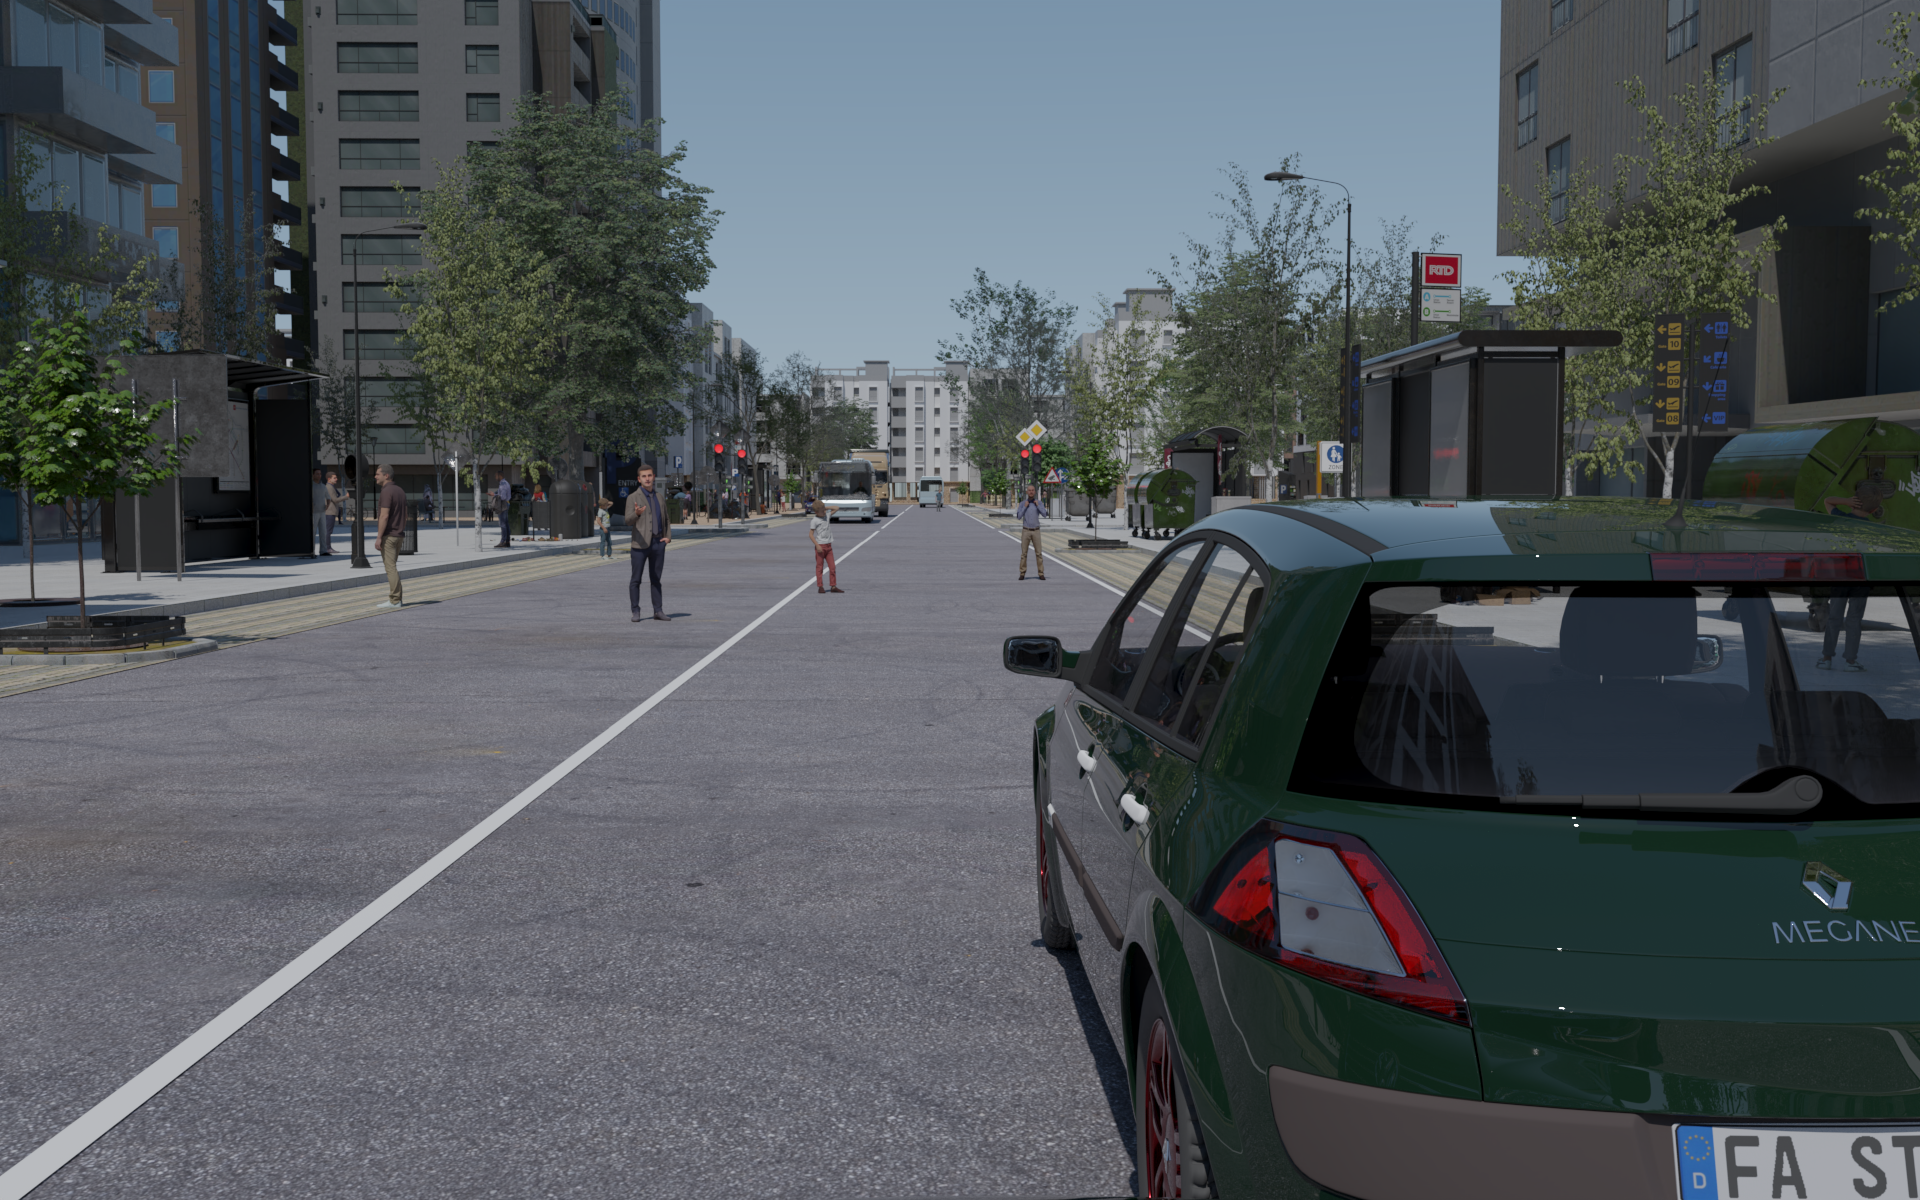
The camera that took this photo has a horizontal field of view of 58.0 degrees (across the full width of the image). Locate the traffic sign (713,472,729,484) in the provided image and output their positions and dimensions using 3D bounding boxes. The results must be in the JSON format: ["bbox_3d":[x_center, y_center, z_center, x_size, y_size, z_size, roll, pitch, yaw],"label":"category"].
[{"bbox_3d":[-12.761,-5.649,92.361,0.884,2.594,0.081,0,4,3],"label":"traffic sign"}]

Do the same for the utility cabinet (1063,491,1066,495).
[{"bbox_3d":[7.244,-6.364,112.736,1.173,1.500,0.318,-2,4,-28],"label":"utility cabinet"}]

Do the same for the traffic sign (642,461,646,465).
[{"bbox_3d":[-12.276,-4.042,66.190,0.768,2.556,0.104,0,4,5],"label":"traffic sign"}]

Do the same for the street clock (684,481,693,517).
[{"bbox_3d":[-15.406,-5.736,98.358,0.471,2.002,0.358,0,4,6],"label":"street clock"}]

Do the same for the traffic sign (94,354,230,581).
[{"bbox_3d":[-11.787,-1.928,25.396,2.265,3.308,0.079,0,4,8],"label":"traffic sign"}]

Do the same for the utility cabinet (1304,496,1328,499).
[{"bbox_3d":[15.089,-3.814,73.526,1.020,1.237,0.306,-2,4,-24],"label":"utility cabinet"}]

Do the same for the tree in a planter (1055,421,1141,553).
[{"bbox_3d":[3.340,-2.766,42.444,1.991,3.239,1.994,0,4,-1],"label":"tree in a planter"}]

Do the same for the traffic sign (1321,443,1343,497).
[{"bbox_3d":[7.325,-1.938,33.810,0.606,2.300,0.079,0,4,4],"label":"traffic sign"}]

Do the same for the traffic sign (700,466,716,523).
[{"bbox_3d":[-11.301,-4.744,77.668,0.768,2.556,0.104,0,4,5],"label":"traffic sign"}]

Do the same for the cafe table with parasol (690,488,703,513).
[{"bbox_3d":[-18.208,-6.692,114.283,2.610,1.966,2.610,-1,4,-15],"label":"cafe table with parasol"}]

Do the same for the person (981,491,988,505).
[{"bbox_3d":[3.046,-12.295,207.789,1.217,1.743,0.721,-1,4,-19],"label":"person"}]

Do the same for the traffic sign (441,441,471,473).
[{"bbox_3d":[-12.402,-2.626,42.666,0.795,2.593,0.064,0,4,2],"label":"traffic sign"}]

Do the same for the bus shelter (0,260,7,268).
[{"bbox_3d":[-10.414,-1.420,14.503,1.731,3.624,6.357,0,4,-1],"label":"bus shelter"}]

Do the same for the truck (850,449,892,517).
[{"bbox_3d":[-5.761,-7.449,110.709,2.839,4.237,11.283,0,4,-2],"label":"truck"}]

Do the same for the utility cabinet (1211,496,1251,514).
[{"bbox_3d":[7.100,-2.092,45.364,1.020,1.237,0.306,-1,4,-17],"label":"utility cabinet"}]

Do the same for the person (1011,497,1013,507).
[{"bbox_3d":[5.007,-10.344,175.970,0.742,1.727,0.445,-3,4,-38],"label":"person"}]

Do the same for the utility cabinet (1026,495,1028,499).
[{"bbox_3d":[5.371,-7.672,136.595,0.306,1.237,1.020,2,4,33],"label":"utility cabinet"}]

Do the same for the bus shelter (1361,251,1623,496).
[{"bbox_3d":[7.343,-2.984,26.427,2.179,5.291,8.768,0,4,-1],"label":"bus shelter"}]

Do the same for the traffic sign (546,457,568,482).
[{"bbox_3d":[-13.962,-3.664,60.013,0.768,2.556,0.104,0,4,4],"label":"traffic sign"}]

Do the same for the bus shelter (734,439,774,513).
[{"bbox_3d":[-14.779,-8.964,124.195,2.179,5.291,8.768,0,4,-1],"label":"bus shelter"}]

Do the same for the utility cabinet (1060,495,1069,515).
[{"bbox_3d":[6.567,-5.841,106.656,0.306,1.237,1.020,-3,5,-43],"label":"utility cabinet"}]

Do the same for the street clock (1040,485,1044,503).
[{"bbox_3d":[5.901,-7.398,125.523,0.358,2.002,0.471,-1,4,-10],"label":"street clock"}]

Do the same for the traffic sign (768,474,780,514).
[{"bbox_3d":[-12.027,-6.849,112.090,0.768,2.556,0.104,0,4,2],"label":"traffic sign"}]

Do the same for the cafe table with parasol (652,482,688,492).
[{"bbox_3d":[-16.992,-5.580,96.094,2.610,1.966,2.610,3,5,43],"label":"cafe table with parasol"}]

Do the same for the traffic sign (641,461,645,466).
[{"bbox_3d":[-12.129,-3.973,65.056,0.768,2.556,0.104,0,4,6],"label":"traffic sign"}]

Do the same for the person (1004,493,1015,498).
[{"bbox_3d":[4.493,-9.325,158.511,1.348,1.822,0.705,3,5,42],"label":"person"}]

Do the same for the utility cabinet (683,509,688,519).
[{"bbox_3d":[-14.317,-4.763,89.031,0.306,1.237,1.020,-2,4,-28],"label":"utility cabinet"}]

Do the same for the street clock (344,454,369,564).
[{"bbox_3d":[-11.006,-1.655,31.625,0.471,2.002,0.358,3,4,38],"label":"street clock"}]

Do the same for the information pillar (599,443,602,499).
[{"bbox_3d":[-13.454,-4.507,65.042,0.183,3.616,0.504,-1,4,-21],"label":"information pillar"}]

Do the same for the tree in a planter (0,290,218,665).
[{"bbox_3d":[-7.784,-1.104,15.278,1.991,3.239,1.994,0,4,-1],"label":"tree in a planter"}]

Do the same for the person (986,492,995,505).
[{"bbox_3d":[3.530,-12.433,208.956,1.348,1.869,0.705,-1,4,-12],"label":"person"}]

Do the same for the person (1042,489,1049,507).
[{"bbox_3d":[8.419,-9.782,166.119,1.348,1.807,0.705,-3,5,-42],"label":"person"}]

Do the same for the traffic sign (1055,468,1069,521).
[{"bbox_3d":[4.902,-5.100,83.486,0.768,2.556,0.104,0,4,7],"label":"traffic sign"}]

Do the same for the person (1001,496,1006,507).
[{"bbox_3d":[4.561,-10.016,169.934,1.348,1.807,0.705,-3,5,-39],"label":"person"}]

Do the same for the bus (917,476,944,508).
[{"bbox_3d":[-3.124,-11.702,186.182,2.948,3.499,13.247,0,4,-1],"label":"bus"}]

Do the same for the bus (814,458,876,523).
[{"bbox_3d":[-5.691,-5.713,88.275,2.948,3.499,13.247,0,4,-2],"label":"bus"}]

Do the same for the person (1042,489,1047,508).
[{"bbox_3d":[7.735,-9.368,159.916,0.721,1.736,1.217,2,4,34],"label":"person"}]

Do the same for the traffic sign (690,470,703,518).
[{"bbox_3d":[-13.999,-5.629,92.139,0.768,2.556,0.104,0,4,2],"label":"traffic sign"}]

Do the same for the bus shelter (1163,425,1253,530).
[{"bbox_3d":[7.682,-3.670,53.933,2.014,3.302,5.546,0,4,-1],"label":"bus shelter"}]

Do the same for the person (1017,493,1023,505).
[{"bbox_3d":[7.192,-12.307,207.240,0.705,1.826,1.348,-3,4,-38],"label":"person"}]

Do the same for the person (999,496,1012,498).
[{"bbox_3d":[4.532,-10.118,171.473,1.348,1.824,0.705,1,4,18],"label":"person"}]

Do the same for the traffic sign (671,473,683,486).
[{"bbox_3d":[-13.769,-5.029,84.356,0.606,2.300,0.079,0,4,2],"label":"traffic sign"}]

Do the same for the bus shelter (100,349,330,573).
[{"bbox_3d":[-13.195,-2.435,31.095,1.731,3.624,6.357,0,4,-1],"label":"bus shelter"}]

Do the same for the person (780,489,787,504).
[{"bbox_3d":[-18.007,-10.316,174.669,1.348,1.831,0.705,-2,4,-26],"label":"person"}]

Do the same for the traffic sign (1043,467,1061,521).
[{"bbox_3d":[4.374,-5.032,82.274,0.884,2.594,0.081,0,4,1],"label":"traffic sign"}]

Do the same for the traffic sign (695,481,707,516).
[{"bbox_3d":[-14.988,-6.086,99.512,0.884,2.594,0.081,0,4,4],"label":"traffic sign"}]
